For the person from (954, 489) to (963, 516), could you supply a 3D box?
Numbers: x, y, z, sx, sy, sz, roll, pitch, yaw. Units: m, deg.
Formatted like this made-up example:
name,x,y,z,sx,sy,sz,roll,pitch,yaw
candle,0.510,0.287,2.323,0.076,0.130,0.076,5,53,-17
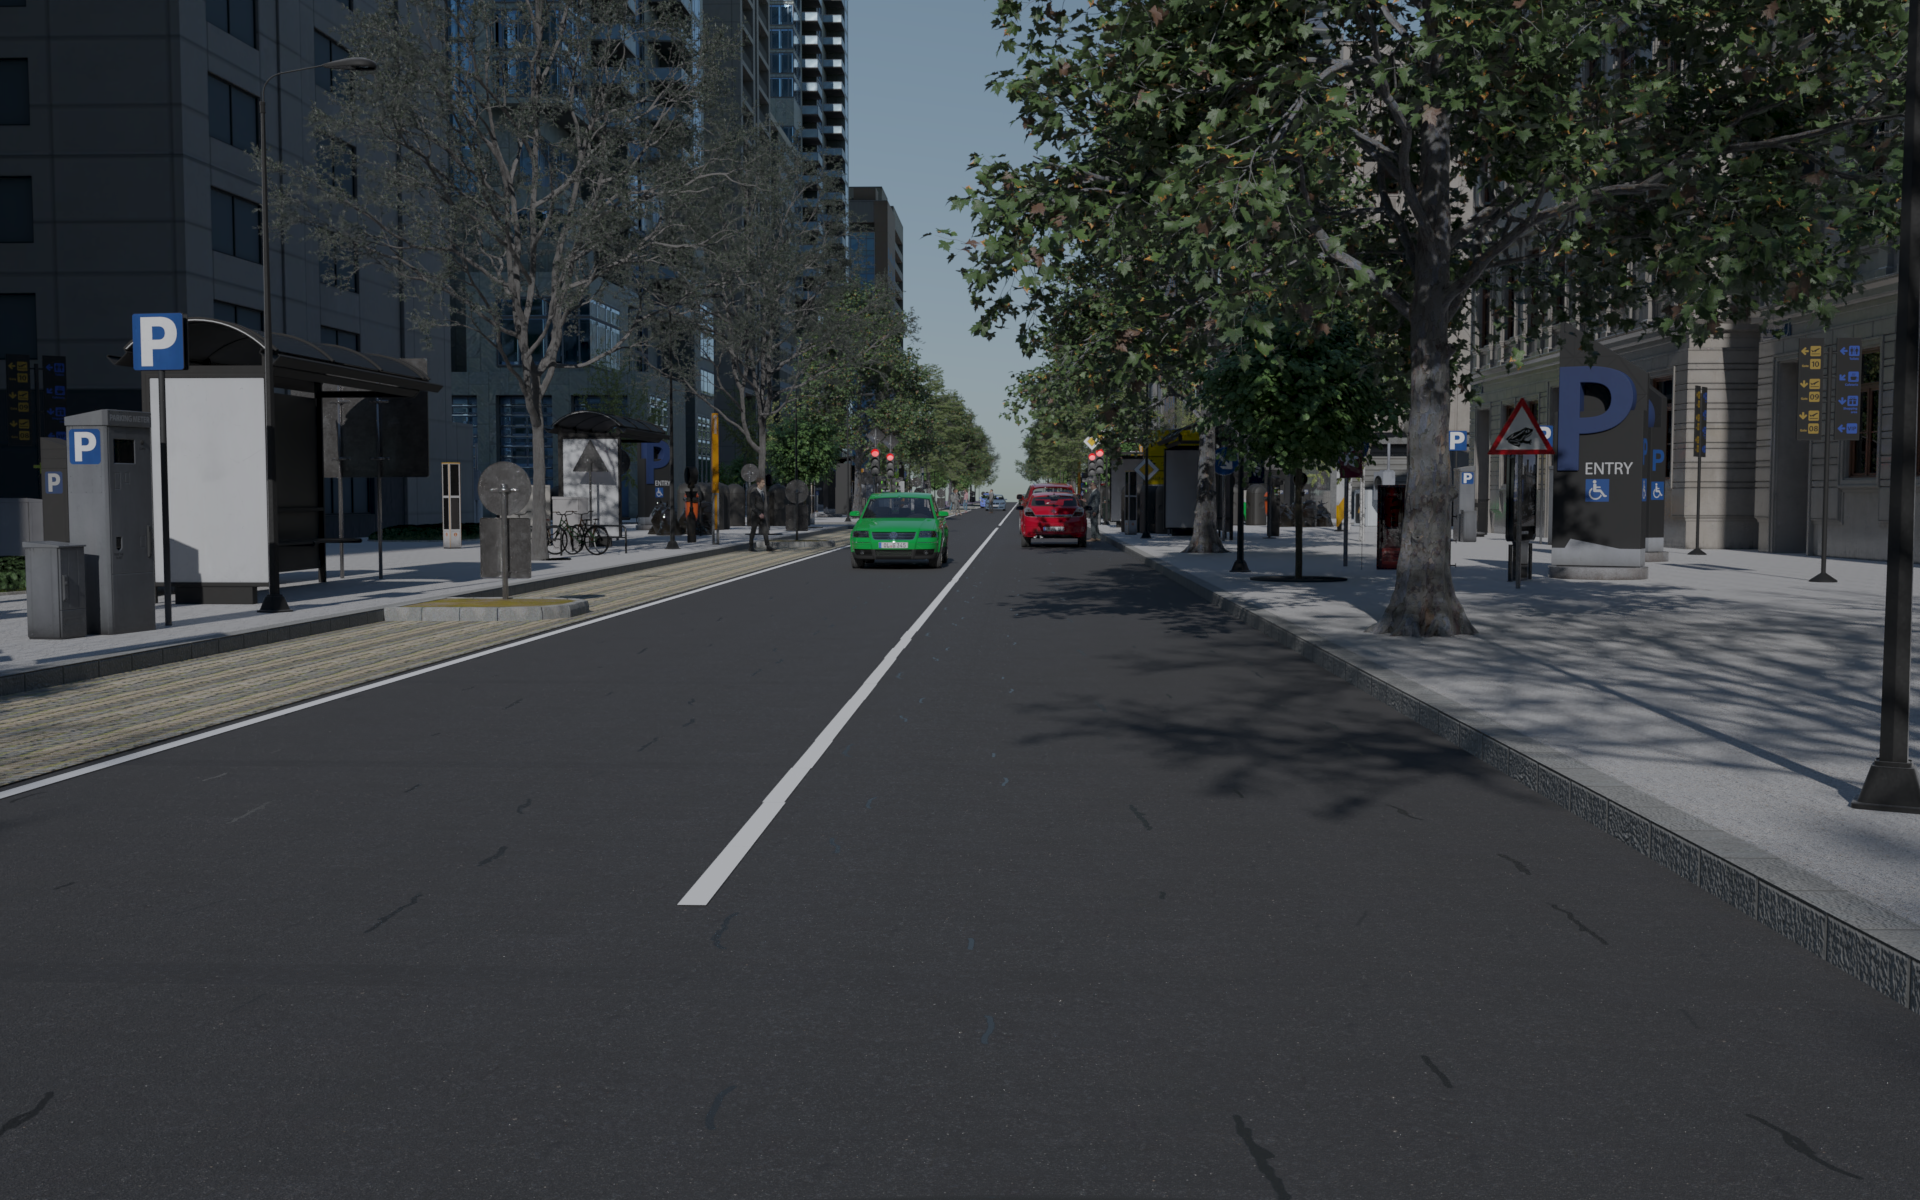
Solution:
name,x,y,z,sx,sy,sz,roll,pitch,yaw
person,-0.115,-6.491,114.903,0.573,1.790,0.520,0,4,3

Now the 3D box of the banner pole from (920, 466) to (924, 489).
name,x,y,z,sx,sy,sz,roll,pitch,yaw
banner pole,-3.066,-9.134,139.363,0.401,3.779,0.863,-2,4,-24

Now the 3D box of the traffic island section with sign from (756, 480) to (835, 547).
name,x,y,z,sx,sy,sz,roll,pitch,yaw
traffic island section with sign,-4.446,-2.364,47.279,1.989,1.847,2.006,0,4,2

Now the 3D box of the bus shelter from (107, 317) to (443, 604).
name,x,y,z,sx,sy,sz,roll,pitch,yaw
bus shelter,-8.644,-1.754,22.599,2.014,3.302,5.546,0,4,2

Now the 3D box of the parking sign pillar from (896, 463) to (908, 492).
name,x,y,z,sx,sy,sz,roll,pitch,yaw
parking sign pillar,-4.661,-8.830,132.845,1.447,3.967,1.447,-1,4,-22

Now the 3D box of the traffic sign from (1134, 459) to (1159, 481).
name,x,y,z,sx,sy,sz,roll,pitch,yaw
traffic sign,5.777,-3.212,53.709,0.795,2.450,0.064,0,4,3

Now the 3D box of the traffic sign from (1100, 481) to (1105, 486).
name,x,y,z,sx,sy,sz,roll,pitch,yaw
traffic sign,8.410,-6.256,102.387,0.768,2.556,0.104,1,4,8

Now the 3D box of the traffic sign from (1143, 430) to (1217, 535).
name,x,y,z,sx,sy,sz,roll,pitch,yaw
traffic sign,6.824,-3.669,53.853,2.265,3.308,0.079,0,4,6

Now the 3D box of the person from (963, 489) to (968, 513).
name,x,y,z,sx,sy,sz,roll,pitch,yaw
person,0.414,-7.429,129.978,0.388,1.821,0.555,-2,4,-32

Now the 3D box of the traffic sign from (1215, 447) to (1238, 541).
name,x,y,z,sx,sy,sz,roll,pitch,yaw
traffic sign,7.173,-2.871,47.055,0.768,2.556,0.104,0,4,4

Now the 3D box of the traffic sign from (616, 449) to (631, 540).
name,x,y,z,sx,sy,sz,roll,pitch,yaw
traffic sign,-9.504,-2.928,47.982,0.768,2.556,0.104,0,4,6

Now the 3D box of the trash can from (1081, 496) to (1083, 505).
name,x,y,z,sx,sy,sz,roll,pitch,yaw
trash can,8.587,-6.551,118.768,0.748,1.137,0.748,0,3,0

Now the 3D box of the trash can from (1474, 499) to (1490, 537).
name,x,y,z,sx,sy,sz,roll,pitch,yaw
trash can,15.460,-2.455,51.793,0.748,1.137,0.748,0,3,0

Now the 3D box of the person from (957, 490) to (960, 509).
name,x,y,z,sx,sy,sz,roll,pitch,yaw
person,-0.221,-9.384,161.951,0.705,1.821,1.348,0,4,-6

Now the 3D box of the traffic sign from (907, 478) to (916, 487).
name,x,y,z,sx,sy,sz,roll,pitch,yaw
traffic sign,-3.689,-7.736,126.492,0.884,2.594,0.081,0,4,6

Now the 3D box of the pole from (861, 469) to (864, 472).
name,x,y,z,sx,sy,sz,roll,pitch,yaw
pole,-7.754,-8.833,138.262,0.158,3.312,0.155,0,3,0

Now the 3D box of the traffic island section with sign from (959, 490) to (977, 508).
name,x,y,z,sx,sy,sz,roll,pitch,yaw
traffic island section with sign,0.513,-10.436,179.252,1.989,1.847,2.006,0,4,2

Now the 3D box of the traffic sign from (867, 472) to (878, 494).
name,x,y,z,sx,sy,sz,roll,pitch,yaw
traffic sign,-4.850,-5.941,97.235,0.768,2.556,0.104,0,4,5

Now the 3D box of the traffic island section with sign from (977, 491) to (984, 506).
name,x,y,z,sx,sy,sz,roll,pitch,yaw
traffic island section with sign,1.537,-12.092,206.333,1.989,1.847,2.006,0,4,2

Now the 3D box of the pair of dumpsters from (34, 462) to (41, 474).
name,x,y,z,sx,sy,sz,roll,pitch,yaw
pair of dumpsters,-10.614,-1.278,23.385,1.574,2.255,4.437,0,4,2

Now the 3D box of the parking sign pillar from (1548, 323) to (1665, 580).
name,x,y,z,sx,sy,sz,roll,pitch,yaw
parking sign pillar,9.754,-2.318,26.373,1.447,3.967,1.447,2,4,32

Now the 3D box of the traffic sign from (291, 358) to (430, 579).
name,x,y,z,sx,sy,sz,roll,pitch,yaw
traffic sign,-9.073,-1.975,26.162,2.265,3.308,0.079,1,4,12

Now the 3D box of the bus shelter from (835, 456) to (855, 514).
name,x,y,z,sx,sy,sz,roll,pitch,yaw
bus shelter,-6.984,-7.165,108.430,1.731,3.624,6.357,0,4,2

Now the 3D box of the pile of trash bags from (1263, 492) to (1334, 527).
name,x,y,z,sx,sy,sz,roll,pitch,yaw
pile of trash bags,12.910,-3.514,67.202,3.447,1.369,1.912,-3,5,-45

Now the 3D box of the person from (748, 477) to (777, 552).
name,x,y,z,sx,sy,sz,roll,pitch,yaw
person,-4.918,-2.116,42.881,0.755,1.850,0.659,2,4,29

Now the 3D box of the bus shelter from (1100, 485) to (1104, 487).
name,x,y,z,sx,sy,sz,roll,pitch,yaw
bus shelter,9.384,-7.259,109.970,1.731,3.624,6.357,0,4,2

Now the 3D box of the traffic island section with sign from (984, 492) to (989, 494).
name,x,y,z,sx,sy,sz,roll,pitch,yaw
traffic island section with sign,3.584,-15.448,261.200,1.989,1.847,2.006,0,4,2

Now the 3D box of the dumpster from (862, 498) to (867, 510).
name,x,y,z,sx,sy,sz,roll,pitch,yaw
dumpster,-6.471,-7.318,125.408,1.264,1.857,1.865,0,4,2

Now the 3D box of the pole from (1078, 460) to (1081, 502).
name,x,y,z,sx,sy,sz,roll,pitch,yaw
pole,6.983,-6.582,101.458,0.158,3.312,0.155,0,3,0

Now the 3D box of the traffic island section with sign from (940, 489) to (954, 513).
name,x,y,z,sx,sy,sz,roll,pitch,yaw
traffic island section with sign,-1.349,-7.409,129.767,1.989,1.847,2.006,0,4,2

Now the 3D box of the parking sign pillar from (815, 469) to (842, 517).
name,x,y,z,sx,sy,sz,roll,pitch,yaw
parking sign pillar,-7.311,-6.631,96.895,1.447,3.967,1.447,-1,4,-16

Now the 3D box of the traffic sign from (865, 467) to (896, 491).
name,x,y,z,sx,sy,sz,roll,pitch,yaw
traffic sign,-5.681,-7.953,123.911,2.265,3.308,0.079,1,4,11

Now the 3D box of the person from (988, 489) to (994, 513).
name,x,y,z,sx,sy,sz,roll,pitch,yaw
person,2.312,-7.384,129.412,0.473,1.802,0.592,2,4,23

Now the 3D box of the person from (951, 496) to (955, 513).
name,x,y,z,sx,sy,sz,roll,pitch,yaw
person,-0.417,-7.122,127.537,0.503,1.515,0.523,-1,4,-15

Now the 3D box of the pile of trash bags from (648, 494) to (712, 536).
name,x,y,z,sx,sy,sz,roll,pitch,yaw
pile of trash bags,-8.575,-2.701,53.917,1.912,1.369,3.447,-1,4,-19

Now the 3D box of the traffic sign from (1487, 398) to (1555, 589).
name,x,y,z,sx,sy,sz,roll,pitch,yaw
traffic sign,7.577,-1.434,23.442,0.884,2.594,0.081,0,4,7

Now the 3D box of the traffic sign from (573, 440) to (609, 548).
name,x,y,z,sx,sy,sz,roll,pitch,yaw
traffic sign,-8.854,-2.538,41.506,0.884,2.594,0.081,0,4,5

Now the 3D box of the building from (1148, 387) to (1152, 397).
name,x,y,z,sx,sy,sz,roll,pitch,yaw
building,32.251,-36.073,273.389,14.154,41.232,14.086,0,4,2

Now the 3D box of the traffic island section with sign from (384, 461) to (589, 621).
name,x,y,z,sx,sy,sz,roll,pitch,yaw
traffic island section with sign,-5.463,-0.716,20.343,1.989,1.847,2.006,0,4,2

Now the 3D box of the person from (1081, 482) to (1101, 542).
name,x,y,z,sx,sy,sz,roll,pitch,yaw
person,3.985,-2.677,52.452,0.590,1.801,0.661,-1,4,-10

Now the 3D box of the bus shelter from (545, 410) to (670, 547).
name,x,y,z,sx,sy,sz,roll,pitch,yaw
bus shelter,-8.941,-3.103,44.658,2.014,3.302,5.546,0,4,2

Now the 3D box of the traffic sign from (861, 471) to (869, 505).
name,x,y,z,sx,sy,sz,roll,pitch,yaw
traffic sign,-5.340,-5.969,97.695,0.768,2.556,0.104,0,4,5

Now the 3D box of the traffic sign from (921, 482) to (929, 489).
name,x,y,z,sx,sy,sz,roll,pitch,yaw
traffic sign,-2.857,-8.540,141.759,0.606,2.300,0.079,1,4,8

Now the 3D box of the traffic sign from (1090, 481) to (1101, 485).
name,x,y,z,sx,sy,sz,roll,pitch,yaw
traffic sign,7.870,-6.231,101.879,0.884,2.594,0.081,0,4,5

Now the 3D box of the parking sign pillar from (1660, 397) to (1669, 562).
name,x,y,z,sx,sy,sz,roll,pitch,yaw
parking sign pillar,12.857,-2.736,33.205,1.447,3.967,1.447,-2,4,-28

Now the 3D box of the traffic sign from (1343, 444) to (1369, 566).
name,x,y,z,sx,sy,sz,roll,pitch,yaw
traffic sign,6.839,-1.868,30.654,0.768,2.556,0.104,0,4,7

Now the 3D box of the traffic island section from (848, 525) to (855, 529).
name,x,y,z,sx,sy,sz,roll,pitch,yaw
traffic island section,-3.515,-3.039,71.962,2.009,0.180,2.903,0,4,2

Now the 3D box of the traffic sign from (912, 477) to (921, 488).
name,x,y,z,sx,sy,sz,roll,pitch,yaw
traffic sign,-3.267,-7.905,129.349,0.768,2.556,0.104,0,4,7

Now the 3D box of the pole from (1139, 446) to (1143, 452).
name,x,y,z,sx,sy,sz,roll,pitch,yaw
pole,7.498,-4.764,71.728,0.158,3.312,0.155,0,3,0

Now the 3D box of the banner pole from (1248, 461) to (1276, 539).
name,x,y,z,sx,sy,sz,roll,pitch,yaw
banner pole,8.728,-3.669,50.008,0.863,3.779,0.401,2,4,27

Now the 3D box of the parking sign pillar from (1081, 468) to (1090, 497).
name,x,y,z,sx,sy,sz,roll,pitch,yaw
parking sign pillar,10.032,-8.976,135.229,1.447,3.967,1.447,-3,5,-39

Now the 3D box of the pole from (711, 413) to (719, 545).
name,x,y,z,sx,sy,sz,roll,pitch,yaw
pole,-6.190,-3.054,43.781,0.158,3.312,0.155,0,3,0

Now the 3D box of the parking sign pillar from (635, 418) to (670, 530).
name,x,y,z,sx,sy,sz,roll,pitch,yaw
parking sign pillar,-10.892,-4.493,61.938,1.447,3.967,1.447,3,5,42

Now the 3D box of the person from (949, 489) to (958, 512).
name,x,y,z,sx,sy,sz,roll,pitch,yaw
person,-0.532,-7.664,133.784,0.713,1.824,0.794,-1,4,-21

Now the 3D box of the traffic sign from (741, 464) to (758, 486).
name,x,y,z,sx,sy,sz,roll,pitch,yaw
traffic sign,-8.836,-4.446,72.802,0.768,2.556,0.104,1,4,9

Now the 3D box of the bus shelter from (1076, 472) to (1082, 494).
name,x,y,z,sx,sy,sz,roll,pitch,yaw
bus shelter,11.042,-9.576,150.483,2.014,3.302,5.546,0,4,2

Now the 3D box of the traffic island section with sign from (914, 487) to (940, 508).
name,x,y,z,sx,sy,sz,roll,pitch,yaw
traffic island section with sign,-2.357,-5.762,102.830,1.989,1.847,2.006,0,4,2
